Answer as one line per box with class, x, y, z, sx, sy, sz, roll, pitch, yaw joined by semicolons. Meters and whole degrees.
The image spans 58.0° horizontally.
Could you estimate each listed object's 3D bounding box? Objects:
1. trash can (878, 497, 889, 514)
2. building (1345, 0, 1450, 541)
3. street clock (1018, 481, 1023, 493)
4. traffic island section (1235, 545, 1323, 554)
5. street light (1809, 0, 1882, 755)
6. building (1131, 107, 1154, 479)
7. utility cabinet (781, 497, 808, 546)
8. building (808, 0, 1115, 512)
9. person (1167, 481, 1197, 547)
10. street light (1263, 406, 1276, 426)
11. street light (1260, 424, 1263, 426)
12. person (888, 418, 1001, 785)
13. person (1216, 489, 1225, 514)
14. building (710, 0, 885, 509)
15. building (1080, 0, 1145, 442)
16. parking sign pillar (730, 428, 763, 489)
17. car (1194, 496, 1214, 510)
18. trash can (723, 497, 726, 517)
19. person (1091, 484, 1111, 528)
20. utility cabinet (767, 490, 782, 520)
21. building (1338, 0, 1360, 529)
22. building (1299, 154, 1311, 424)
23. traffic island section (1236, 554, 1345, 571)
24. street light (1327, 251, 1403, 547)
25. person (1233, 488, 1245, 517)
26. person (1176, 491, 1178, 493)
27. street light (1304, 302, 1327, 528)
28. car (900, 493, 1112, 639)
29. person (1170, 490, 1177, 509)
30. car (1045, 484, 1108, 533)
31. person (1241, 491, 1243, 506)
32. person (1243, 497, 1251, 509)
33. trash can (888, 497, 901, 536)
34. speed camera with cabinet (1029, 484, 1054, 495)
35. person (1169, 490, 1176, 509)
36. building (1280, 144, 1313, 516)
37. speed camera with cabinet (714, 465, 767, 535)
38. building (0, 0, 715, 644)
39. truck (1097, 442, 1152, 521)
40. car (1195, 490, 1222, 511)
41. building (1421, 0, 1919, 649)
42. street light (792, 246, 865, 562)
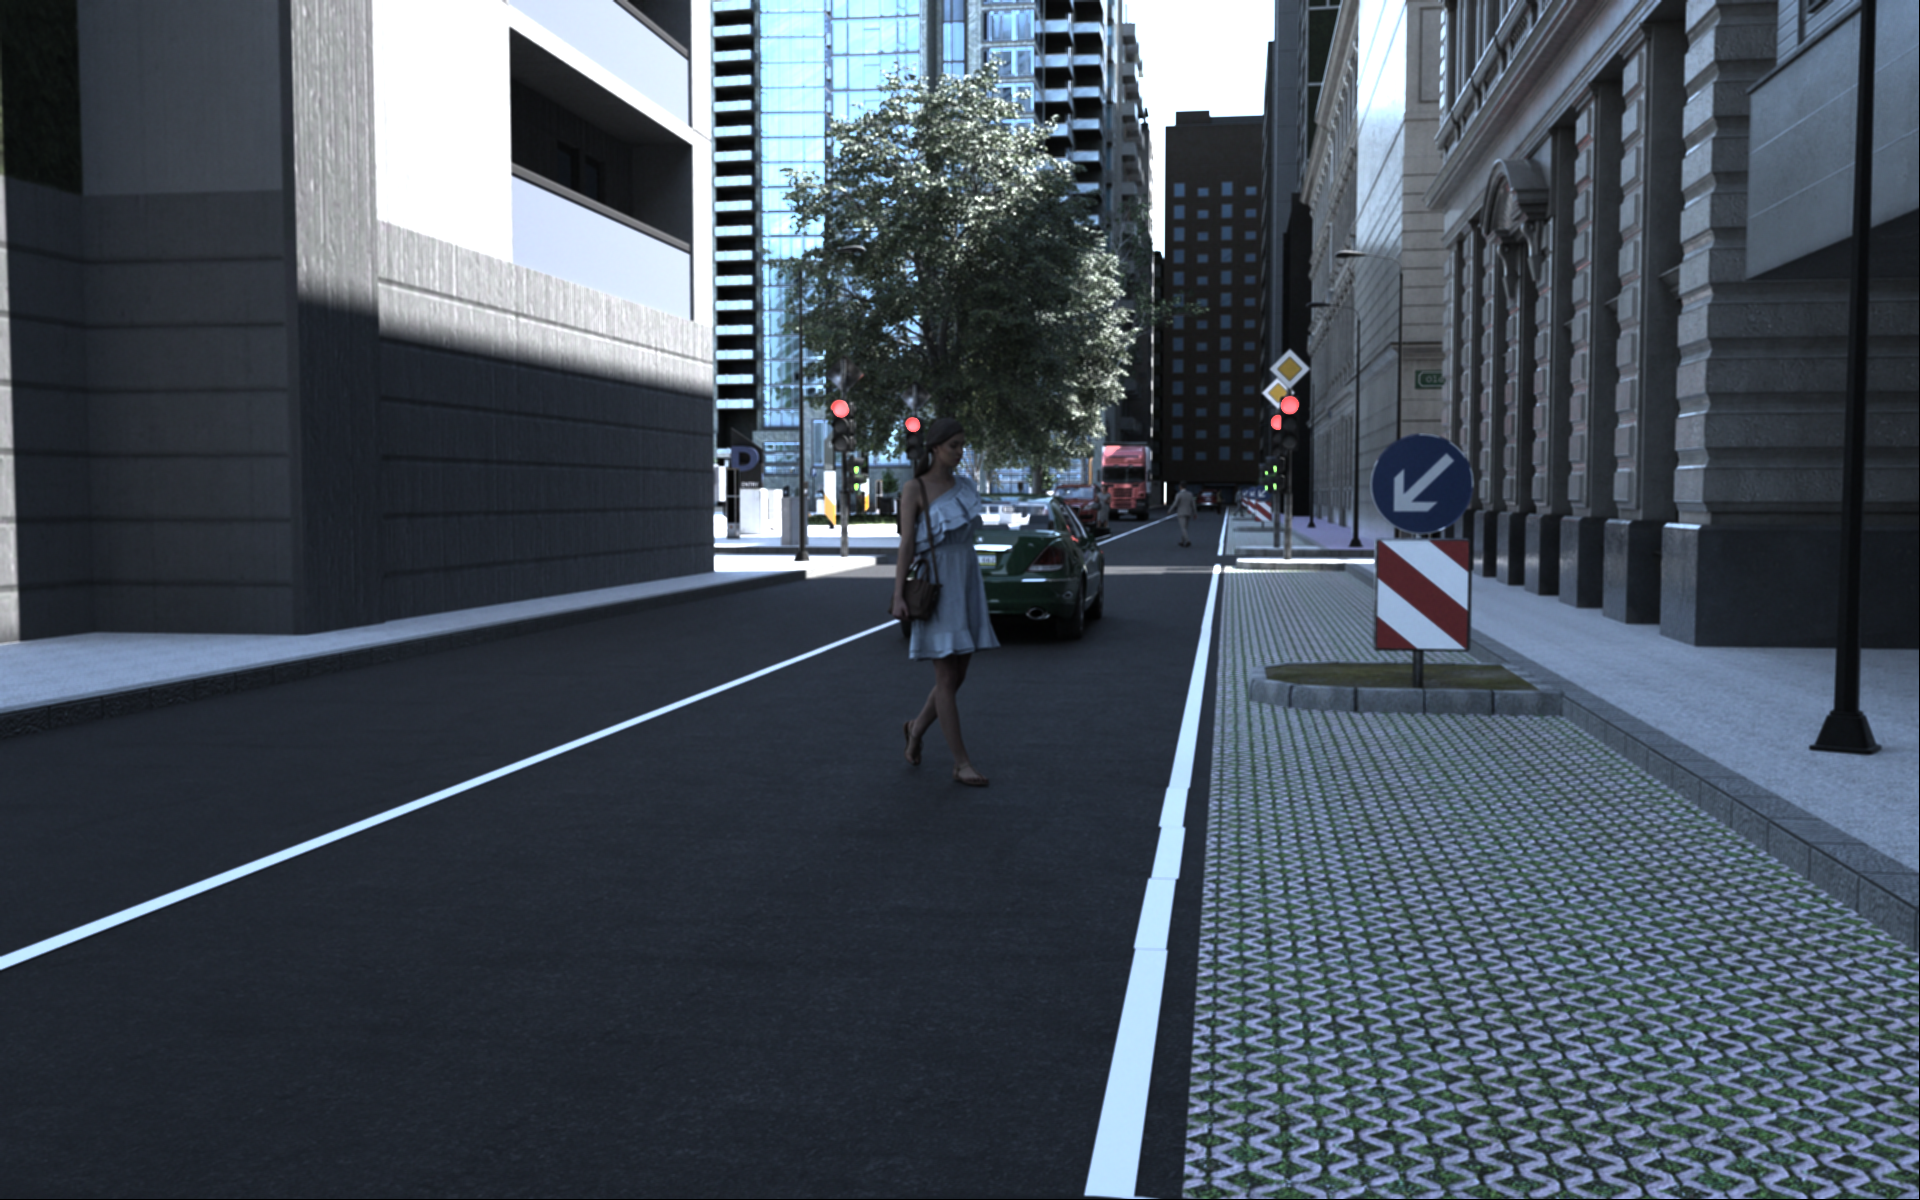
trash can;-3.534;-4.332;82.482;0.748;1.137;0.748;0;3;0
building;32.811;-16.419;44.862;44.131;29.872;17.030;1;4;9
street clock;3.450;-5.785;99.151;0.358;2.002;0.471;1;4;9
traffic island section;7.612;-1.177;41.531;2.009;0.180;2.903;1;4;9
street light;3.914;-2.206;8.610;1.470;5.913;1.316;1;4;9
building;13.679;-30.733;186.080;14.086;41.232;14.154;1;4;9
utility cabinet;-4.149;-1.971;43.393;0.306;1.237;1.020;1;4;20
building;1.210;-50.137;132.416;22.319;86.520;31.000;1;4;9
person;6.097;-2.349;47.176;0.678;1.792;0.850;-2;4;-25
street light;16.878;-7.262;91.279;1.470;5.913;1.316;1;4;9
street light;20.669;-8.740;115.441;1.470;5.913;1.316;1;4;9
person;-0.124;-0.008;8.720;0.616;1.811;0.778;-2;4;-35
person;18.437;-6.993;122.931;0.705;1.812;1.348;-1;4;-13
building;-23.380;-53.413;185.967;31.000;86.520;22.319;1;4;9
building;5.821;-33.289;163.883;23.786;49.044;30.456;1;4;9
parking sign pillar;-8.643;-4.998;70.194;1.447;3.967;1.447;0;4;2
car;22.110;-9.078;157.213;1.959;1.807;4.718;1;4;10
trash can;-12.695;-5.097;94.984;0.748;1.137;0.748;0;3;0
person;4.857;-3.123;59.912;0.716;1.782;0.532;1;4;20
utility cabinet;-9.518;-4.871;88.324;0.318;1.500;1.173;2;4;28
building;20.092;-14.136;67.276;11.583;22.565;21.152;1;4;9
building;23.570;-15.431;88.455;11.583;22.565;21.152;1;4;9
traffic island section;6.382;-0.695;33.641;2.009;0.180;2.903;1;4;9
street light;7.862;-3.709;33.182;1.470;5.913;1.316;1;4;9
person;17.500;-6.108;108.474;0.850;1.850;0.679;-1;4;-10
person;21.246;-9.875;170.671;0.721;1.736;1.217;1;4;8
street light;9.080;-4.248;41.994;1.470;5.913;1.316;1;4;9
car;0.533;-0.420;18.659;2.131;1.459;4.920;1;4;9
person;20.423;-9.512;164.037;1.348;1.821;0.705;2;4;33
car;4.355;-3.428;64.717;2.281;1.827;5.304;1;4;11
person;26.945;-9.531;165.051;1.217;1.743;0.721;3;4;38
person;24.374;-8.549;148.285;1.348;1.824;0.705;-3;4;-39
trash can;-1.638;-2.522;52.894;0.748;1.137;0.748;0;3;0
speed camera with cabinet;4.880;-6.517;100.892;0.660;3.252;2.038;3;5;44
person;20.737;-9.762;168.113;0.705;1.822;1.348;2;4;35
building;26.327;-16.942;106.683;12.332;23.373;15.834;1;4;9
speed camera with cabinet;-7.099;-3.663;54.233;2.038;3.252;0.660;1;4;12
building;-18.572;-29.511;24.511;28.212;58.520;21.231;1;4;9
truck;9.208;-6.532;95.708;2.839;4.237;11.283;0;4;7
car;21.100;-8.468;147.117;2.281;1.827;5.304;1;4;8
building;12.330;-11.826;22.230;11.050;23.489;19.941;1;4;9
street light;-2.465;-3.676;32.638;1.470;5.913;1.316;1;4;9
